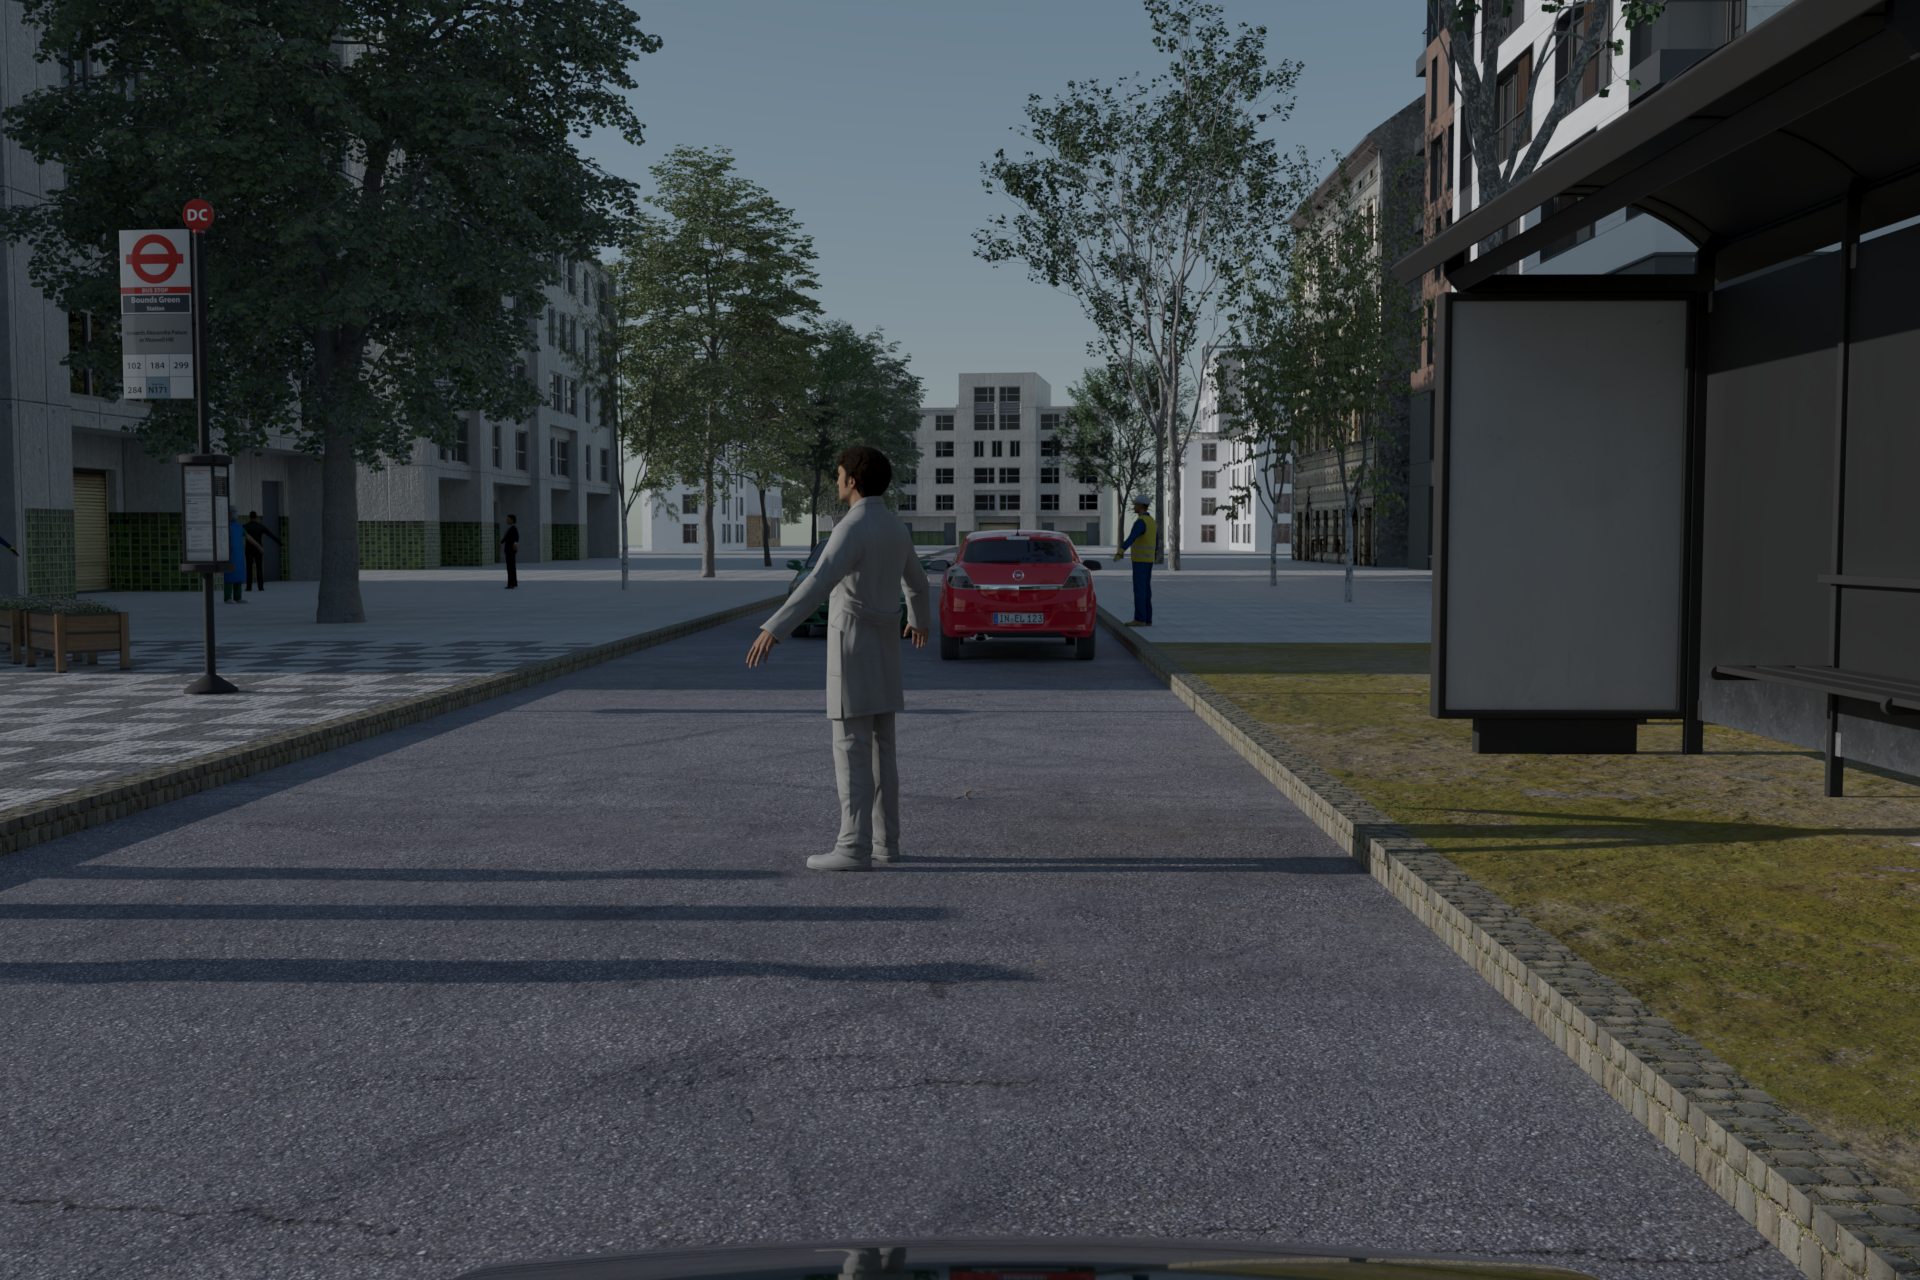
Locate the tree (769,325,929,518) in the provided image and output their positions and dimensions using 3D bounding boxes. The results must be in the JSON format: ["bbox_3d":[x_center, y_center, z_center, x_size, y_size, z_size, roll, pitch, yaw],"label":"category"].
[{"bbox_3d":[-6.644,-12.170,105.637,9.857,13.997,8.962,0,3,0],"label":"tree"}]

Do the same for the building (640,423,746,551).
[{"bbox_3d":[-22.281,-12.404,144.951,9.099,9.664,28.070,0,4,2],"label":"building"}]

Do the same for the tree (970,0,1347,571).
[{"bbox_3d":[6.606,-12.412,58.818,12.611,20.169,13.585,0,3,0],"label":"tree"}]

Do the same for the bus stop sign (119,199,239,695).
[{"bbox_3d":[-6.291,-1.543,13.931,0.855,3.939,0.416,0,4,3],"label":"bus stop sign"}]

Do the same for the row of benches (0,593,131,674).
[{"bbox_3d":[-9.342,-0.124,17.485,1.422,0.672,4.104,-3,5,-43],"label":"row of benches"}]

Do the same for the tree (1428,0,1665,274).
[{"bbox_3d":[8.100,-10.128,21.487,12.611,20.169,13.585,0,3,0],"label":"tree"}]

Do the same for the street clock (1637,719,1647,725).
[{"bbox_3d":[4.525,-0.434,11.665,0.358,2.002,0.471,0,4,2],"label":"street clock"}]

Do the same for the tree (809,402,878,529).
[{"bbox_3d":[-7.041,-8.837,94.844,4.360,8.622,3.978,0,3,0],"label":"tree"}]

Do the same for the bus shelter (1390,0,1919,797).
[{"bbox_3d":[3.516,-0.833,7.551,2.014,3.302,5.546,0,4,1],"label":"bus shelter"}]

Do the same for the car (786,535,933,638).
[{"bbox_3d":[-1.416,-0.837,25.487,2.131,1.459,4.920,0,4,1],"label":"car"}]

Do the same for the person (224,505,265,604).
[{"bbox_3d":[-13.361,-1.575,31.885,0.704,1.817,1.347,1,4,20],"label":"person"}]

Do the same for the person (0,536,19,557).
[{"bbox_3d":[-15.332,-1.268,27.192,0.721,1.772,1.216,1,4,21],"label":"person"}]

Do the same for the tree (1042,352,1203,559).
[{"bbox_3d":[8.253,-9.453,88.968,8.767,10.594,7.601,1,4,11],"label":"tree"}]

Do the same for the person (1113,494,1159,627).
[{"bbox_3d":[2.508,-1.110,24.117,0.705,1.833,1.349,2,4,29],"label":"person"}]

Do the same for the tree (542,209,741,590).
[{"bbox_3d":[-7.908,-5.465,39.711,4.360,8.622,3.978,0,3,0],"label":"tree"}]

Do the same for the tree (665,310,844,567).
[{"bbox_3d":[-7.869,-8.195,68.399,7.601,10.594,8.767,2,4,31],"label":"tree"}]

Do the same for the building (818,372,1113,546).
[{"bbox_3d":[1.117,-20.077,197.168,31.486,18.905,16.747,1,4,9],"label":"building"}]

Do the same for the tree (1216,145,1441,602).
[{"bbox_3d":[7.167,-5.015,32.352,4.737,8.622,4.395,0,3,0],"label":"tree"}]

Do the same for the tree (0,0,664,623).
[{"bbox_3d":[-9.106,-7.226,24.799,9.857,13.997,8.962,0,3,0],"label":"tree"}]

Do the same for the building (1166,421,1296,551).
[{"bbox_3d":[22.847,-12.261,142.611,9.099,9.664,28.070,0,4,1],"label":"building"}]

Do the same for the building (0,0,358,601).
[{"bbox_3d":[-25.477,-10.097,31.547,16.747,18.905,31.486,0,4,2],"label":"building"}]

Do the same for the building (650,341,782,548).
[{"bbox_3d":[-23.787,-18.931,165.935,16.016,20.090,11.380,0,4,2],"label":"building"}]

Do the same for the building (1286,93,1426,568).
[{"bbox_3d":[25.289,-14.903,74.587,19.493,23.208,18.063,0,4,1],"label":"building"}]

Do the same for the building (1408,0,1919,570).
[{"bbox_3d":[26.861,-12.434,47.269,27.936,21.610,32.646,0,4,1],"label":"building"}]

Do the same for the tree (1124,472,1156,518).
[{"bbox_3d":[20.428,-14.920,194.301,4.737,8.622,4.395,0,3,0],"label":"tree"}]

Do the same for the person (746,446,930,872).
[{"bbox_3d":[-0.439,0.071,7.479,0.705,1.806,1.347,2,4,29],"label":"person"}]

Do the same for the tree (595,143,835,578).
[{"bbox_3d":[-7.242,-8.139,51.196,7.486,12.596,7.792,0,3,0],"label":"tree"}]

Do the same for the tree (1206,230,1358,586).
[{"bbox_3d":[7.806,-5.652,42.769,4.737,8.622,4.395,0,3,0],"label":"tree"}]

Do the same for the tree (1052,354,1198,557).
[{"bbox_3d":[9.264,-10.562,98.440,9.928,11.665,9.643,0,3,0],"label":"tree"}]

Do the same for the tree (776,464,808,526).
[{"bbox_3d":[-21.170,-17.821,198.021,9.857,13.997,8.962,0,3,0],"label":"tree"}]

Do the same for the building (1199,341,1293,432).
[{"bbox_3d":[28.731,-19.190,170.184,16.016,20.090,11.380,0,4,1],"label":"building"}]

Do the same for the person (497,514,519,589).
[{"bbox_3d":[-10.572,-2.066,40.495,0.721,1.740,1.216,-2,4,-33],"label":"person"}]

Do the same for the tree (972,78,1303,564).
[{"bbox_3d":[7.180,-13.317,73.621,12.611,20.169,13.585,0,3,0],"label":"tree"}]

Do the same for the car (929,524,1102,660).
[{"bbox_3d":[0.685,-0.743,21.188,2.155,1.783,4.494,0,4,1],"label":"car"}]

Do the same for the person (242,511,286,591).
[{"bbox_3d":[-15.896,-2.004,38.992,1.346,1.802,0.704,-2,4,-24],"label":"person"}]

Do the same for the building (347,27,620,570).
[{"bbox_3d":[-26.971,-12.863,76.763,16.747,18.905,31.486,0,4,1],"label":"building"}]

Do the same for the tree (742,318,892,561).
[{"bbox_3d":[-6.854,-9.595,82.632,9.928,11.665,9.643,0,3,0],"label":"tree"}]
